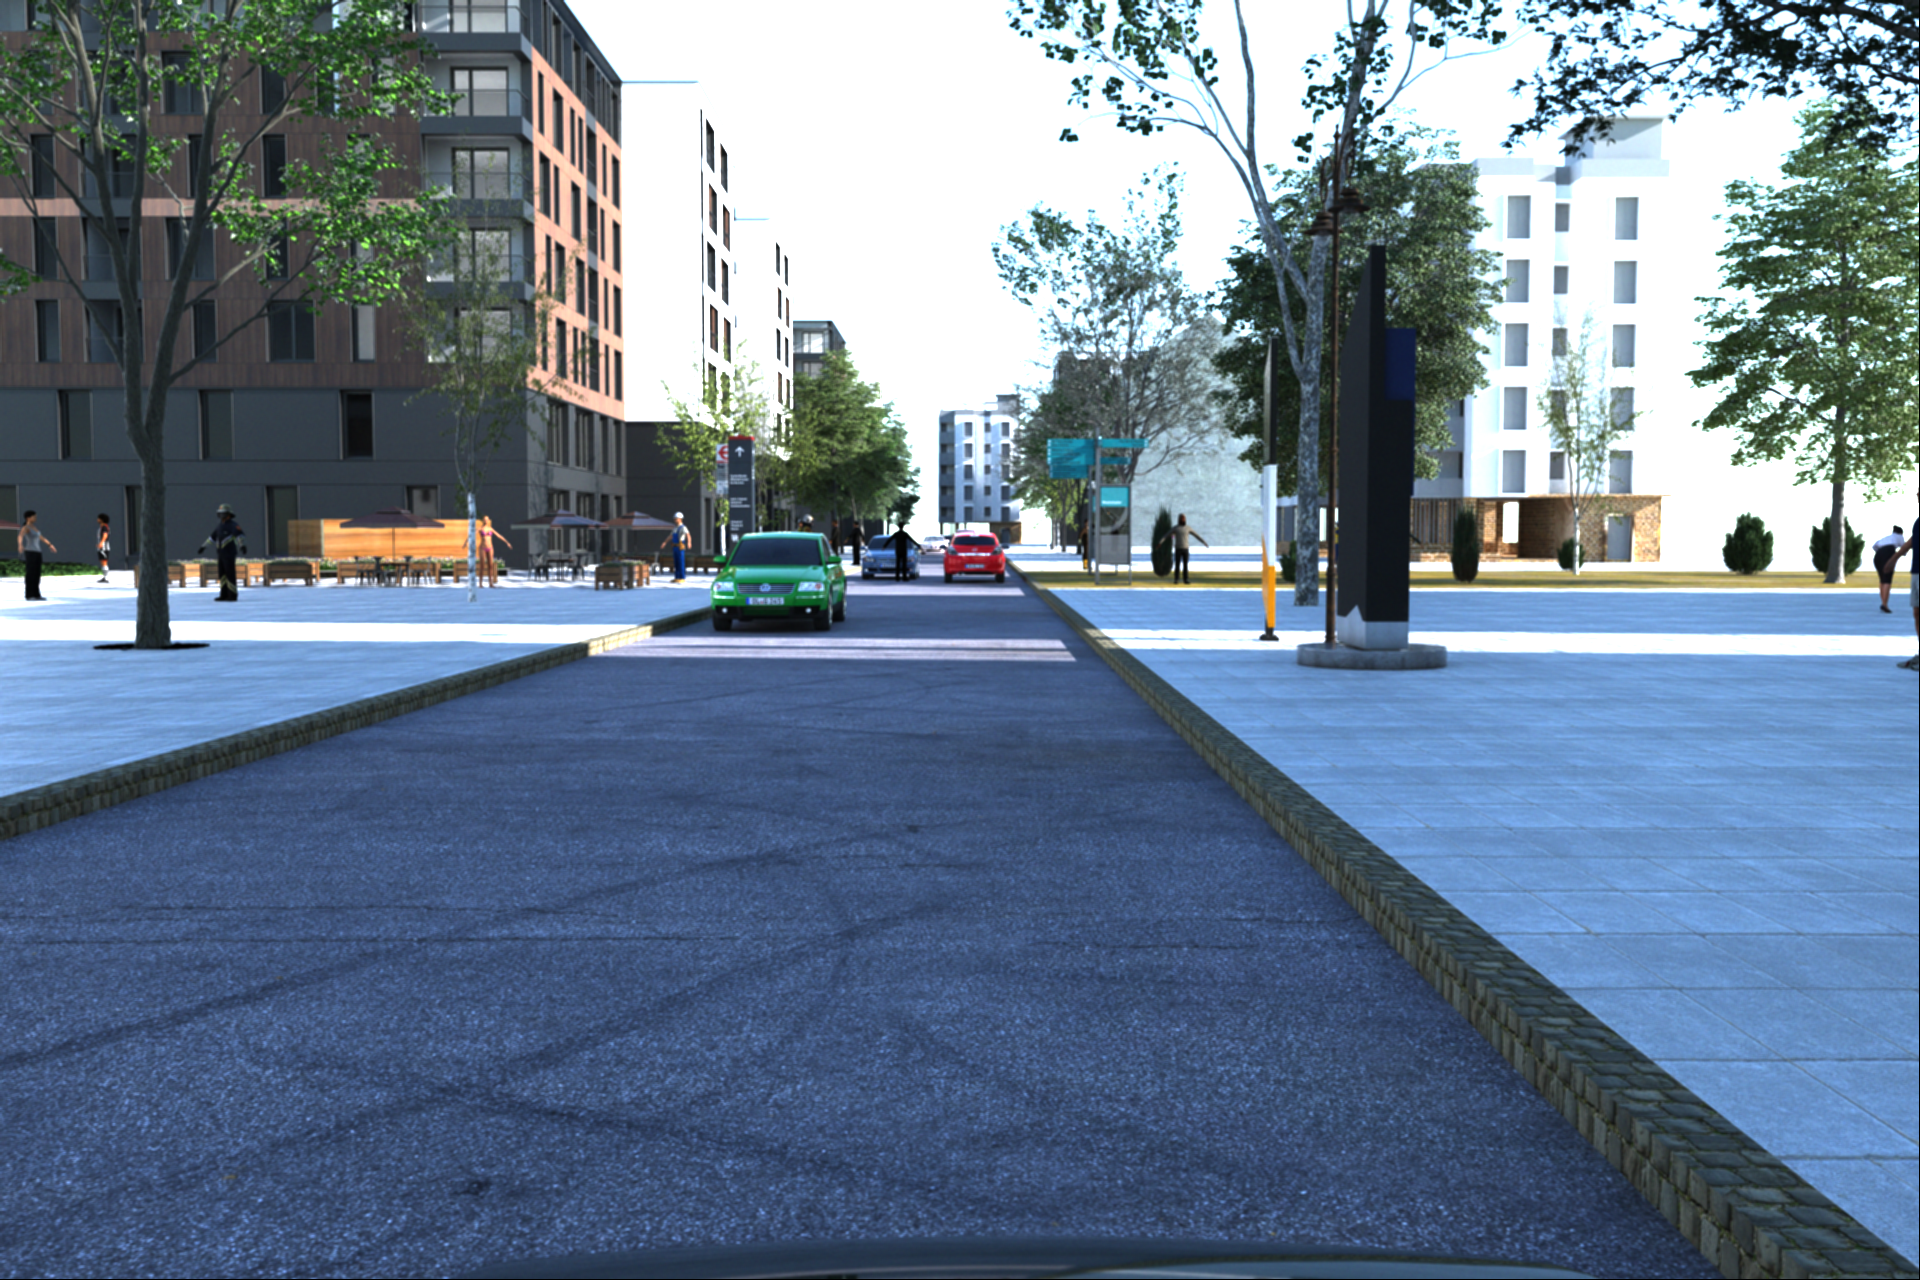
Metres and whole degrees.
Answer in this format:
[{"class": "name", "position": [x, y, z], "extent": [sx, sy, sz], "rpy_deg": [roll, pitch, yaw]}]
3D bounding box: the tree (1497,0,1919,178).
[{"class": "tree", "position": [6.391, -4.638, 10.247], "extent": [7.601, 10.594, 8.767], "rpy_deg": [-1, 4, -11]}]

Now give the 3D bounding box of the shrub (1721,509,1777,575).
[{"class": "shrub", "position": [24.900, -3.100, 54.726], "extent": [1.661, 2.075, 1.752], "rpy_deg": [0, 3, 0]}]

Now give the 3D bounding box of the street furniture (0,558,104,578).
[{"class": "street furniture", "position": [-30.549, -2.332, 53.759], "extent": [5.734, 0.657, 10.072], "rpy_deg": [-3, 4, -37]}]

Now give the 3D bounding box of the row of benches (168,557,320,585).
[{"class": "row of benches", "position": [-18.625, -1.829, 45.360], "extent": [1.422, 0.672, 4.104], "rpy_deg": [3, 4, 36]}]

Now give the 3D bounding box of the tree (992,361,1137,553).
[{"class": "tree", "position": [7.367, -12.863, 120.677], "extent": [12.009, 13.543, 11.850], "rpy_deg": [0, 3, 0]}]

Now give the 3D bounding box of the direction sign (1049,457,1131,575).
[{"class": "direction sign", "position": [4.026, -3.936, 53.117], "extent": [2.525, 3.948, 1.411], "rpy_deg": [0, 4, 0]}]

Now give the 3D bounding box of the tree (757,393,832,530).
[{"class": "tree", "position": [-8.553, -8.582, 90.671], "extent": [4.737, 8.622, 4.395], "rpy_deg": [0, 3, 0]}]

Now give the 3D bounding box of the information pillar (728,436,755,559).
[{"class": "information pillar", "position": [-5.813, -3.473, 46.166], "extent": [0.750, 3.857, 0.750], "rpy_deg": [0, 4, 0]}]

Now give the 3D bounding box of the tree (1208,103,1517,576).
[{"class": "tree", "position": [11.837, -8.949, 52.979], "extent": [9.857, 13.997, 8.962], "rpy_deg": [0, 3, 0]}]

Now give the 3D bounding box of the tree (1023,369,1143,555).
[{"class": "tree", "position": [7.577, -11.185, 108.627], "extent": [9.928, 11.665, 9.643], "rpy_deg": [0, 3, 0]}]

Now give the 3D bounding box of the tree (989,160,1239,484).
[{"class": "tree", "position": [8.397, -14.164, 87.469], "extent": [12.611, 20.169, 13.585], "rpy_deg": [0, 3, 0]}]

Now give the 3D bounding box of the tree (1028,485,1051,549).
[{"class": "tree", "position": [7.461, -12.057, 147.499], "extent": [4.737, 8.622, 4.395], "rpy_deg": [0, 3, 0]}]

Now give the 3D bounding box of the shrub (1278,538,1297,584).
[{"class": "shrub", "position": [8.664, -2.042, 44.507], "extent": [1.383, 1.207, 1.383], "rpy_deg": [0, 3, 0]}]

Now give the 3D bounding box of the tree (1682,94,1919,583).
[{"class": "tree", "position": [23.050, -7.781, 45.346], "extent": [7.486, 12.596, 7.792], "rpy_deg": [0, 3, 0]}]

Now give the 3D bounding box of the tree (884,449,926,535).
[{"class": "tree", "position": [-9.568, -19.937, 232.629], "extent": [9.857, 13.997, 8.962], "rpy_deg": [0, 3, 0]}]

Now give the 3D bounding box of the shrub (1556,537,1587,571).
[{"class": "shrub", "position": [21.291, -3.009, 60.311], "extent": [1.383, 1.207, 1.383], "rpy_deg": [0, 3, 0]}]

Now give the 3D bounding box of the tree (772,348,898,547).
[{"class": "tree", "position": [-7.630, -11.461, 105.516], "extent": [7.486, 12.596, 7.792], "rpy_deg": [0, 3, 0]}]

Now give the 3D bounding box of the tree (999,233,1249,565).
[{"class": "tree", "position": [6.837, -9.839, 71.244], "extent": [12.009, 13.543, 11.850], "rpy_deg": [0, 3, 0]}]

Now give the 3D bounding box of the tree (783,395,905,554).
[{"class": "tree", "position": [-7.754, -11.005, 114.337], "extent": [8.767, 10.594, 7.601], "rpy_deg": [0, 4, 1]}]

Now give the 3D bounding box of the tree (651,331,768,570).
[{"class": "tree", "position": [-8.752, -6.834, 62.092], "extent": [4.737, 8.622, 4.395], "rpy_deg": [0, 3, 0]}]

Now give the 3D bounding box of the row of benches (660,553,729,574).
[{"class": "row of benches", "position": [-8.049, -2.475, 55.925], "extent": [4.104, 0.672, 1.422], "rpy_deg": [2, 4, 32]}]

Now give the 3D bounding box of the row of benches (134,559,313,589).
[{"class": "row of benches", "position": [-17.707, -1.619, 41.937], "extent": [4.104, 0.672, 1.422], "rpy_deg": [-2, 4, -30]}]

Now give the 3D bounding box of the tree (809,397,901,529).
[{"class": "tree", "position": [-7.950, -12.413, 128.708], "extent": [9.928, 11.665, 9.643], "rpy_deg": [0, 3, 0]}]

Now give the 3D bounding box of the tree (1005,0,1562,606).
[{"class": "tree", "position": [5.806, -10.764, 31.884], "extent": [12.611, 20.169, 13.585], "rpy_deg": [0, 3, 0]}]

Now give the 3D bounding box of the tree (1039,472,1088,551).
[{"class": "tree", "position": [7.635, -11.129, 132.318], "extent": [4.737, 8.622, 4.395], "rpy_deg": [0, 3, 0]}]

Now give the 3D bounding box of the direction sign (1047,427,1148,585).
[{"class": "direction sign", "position": [3.430, -3.301, 42.731], "extent": [2.525, 3.948, 1.411], "rpy_deg": [0, 4, 0]}]

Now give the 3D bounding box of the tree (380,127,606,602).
[{"class": "tree", "position": [-9.363, -5.006, 32.213], "extent": [4.360, 8.622, 3.978], "rpy_deg": [0, 3, 0]}]

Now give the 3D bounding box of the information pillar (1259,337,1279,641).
[{"class": "information pillar", "position": [3.737, -1.807, 20.893], "extent": [0.183, 3.616, 0.504], "rpy_deg": [0, 4, 1]}]

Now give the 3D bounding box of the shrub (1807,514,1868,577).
[{"class": "shrub", "position": [26.497, -2.931, 52.346], "extent": [1.690, 2.028, 1.600], "rpy_deg": [0, 3, 0]}]

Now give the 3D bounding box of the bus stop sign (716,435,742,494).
[{"class": "bus stop sign", "position": [-6.145, -3.553, 46.800], "extent": [0.855, 3.939, 0.416], "rpy_deg": [0, 4, 3]}]

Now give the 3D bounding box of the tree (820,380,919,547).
[{"class": "tree", "position": [-7.935, -14.169, 138.315], "extent": [9.857, 13.997, 8.962], "rpy_deg": [0, 3, 0]}]

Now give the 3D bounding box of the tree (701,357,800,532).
[{"class": "tree", "position": [-8.017, -7.401, 71.372], "extent": [4.360, 8.622, 3.978], "rpy_deg": [0, 3, 0]}]

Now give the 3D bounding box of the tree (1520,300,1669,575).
[{"class": "tree", "position": [19.389, -6.382, 54.701], "extent": [4.360, 8.622, 3.978], "rpy_deg": [0, 3, 0]}]

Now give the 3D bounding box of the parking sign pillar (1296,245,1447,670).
[{"class": "parking sign pillar", "position": [4.038, -1.739, 16.902], "extent": [1.447, 3.967, 1.447], "rpy_deg": [0, 4, 0]}]

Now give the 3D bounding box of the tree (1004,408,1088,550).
[{"class": "tree", "position": [7.427, -13.611, 140.659], "extent": [7.486, 12.596, 7.792], "rpy_deg": [0, 3, 0]}]

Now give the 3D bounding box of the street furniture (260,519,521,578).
[{"class": "street furniture", "position": [-18.771, -2.836, 53.216], "extent": [9.812, 1.723, 11.010], "rpy_deg": [-2, 4, -33]}]

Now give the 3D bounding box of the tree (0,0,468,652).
[{"class": "tree", "position": [-8.962, -5.700, 18.955], "extent": [9.928, 11.665, 9.643], "rpy_deg": [0, 3, 0]}]
